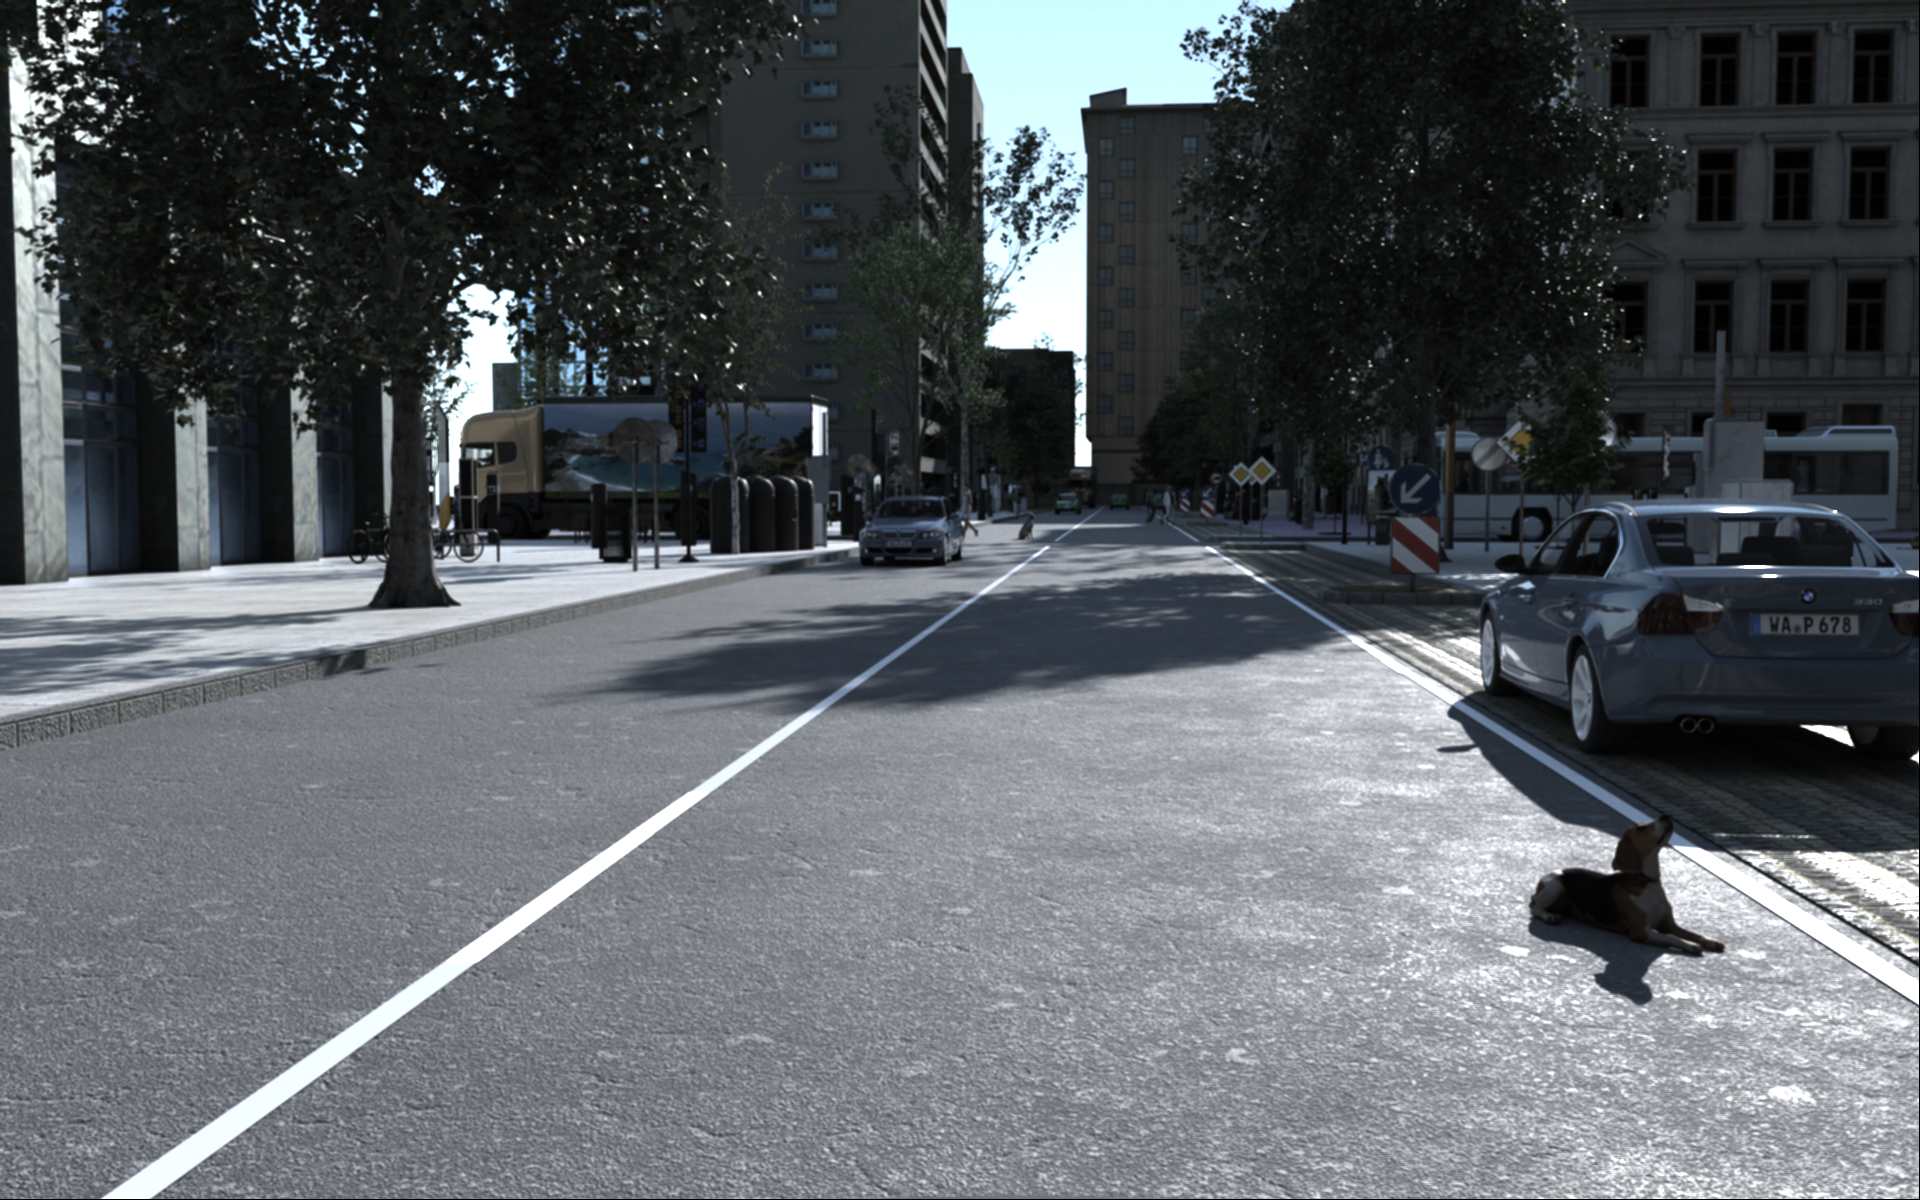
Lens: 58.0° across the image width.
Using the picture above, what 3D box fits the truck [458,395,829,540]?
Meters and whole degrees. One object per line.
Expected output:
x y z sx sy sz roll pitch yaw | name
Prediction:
-9.584 -3.777 50.670 11.283 4.237 2.839 0 4 7 | truck

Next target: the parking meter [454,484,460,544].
-12.855 -2.218 44.669 0.372 1.533 0.369 0 3 0 | parking meter

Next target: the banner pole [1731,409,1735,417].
22.537 -3.738 51.133 0.863 3.779 0.401 0 4 1 | banner pole

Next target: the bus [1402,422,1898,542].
18.487 -3.250 48.001 13.247 3.499 2.948 0 4 6 | bus

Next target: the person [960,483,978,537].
0.300 -3.018 57.941 0.778 1.811 0.616 2 4 31 | person

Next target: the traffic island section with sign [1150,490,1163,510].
18.173 -8.930 154.629 1.989 1.847 2.006 0 4 5 | traffic island section with sign

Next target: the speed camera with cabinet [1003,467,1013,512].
2.803 -8.000 125.129 2.038 3.252 0.660 1 4 9 | speed camera with cabinet

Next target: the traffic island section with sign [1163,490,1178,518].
13.517 -5.901 105.105 1.989 1.847 2.006 0 4 5 | traffic island section with sign

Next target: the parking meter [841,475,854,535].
-3.489 -2.940 53.774 0.255 1.863 0.399 3 5 44 | parking meter

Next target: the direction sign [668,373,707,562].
-5.129 -2.486 32.646 0.876 3.537 0.379 2 4 30 | direction sign

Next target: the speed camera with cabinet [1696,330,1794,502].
9.249 -1.591 20.342 0.660 3.252 2.038 1 4 12 | speed camera with cabinet

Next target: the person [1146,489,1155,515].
12.929 -6.623 116.966 0.709 1.800 0.728 3 4 36 | person

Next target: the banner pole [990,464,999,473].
2.612 -8.446 128.114 0.863 3.779 0.401 1 4 21 | banner pole

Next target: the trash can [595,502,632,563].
-6.494 -1.283 32.631 0.748 1.137 0.748 0 3 0 | trash can

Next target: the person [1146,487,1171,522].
10.119 -4.836 87.788 1.509 1.804 0.699 -1 4 -19 | person

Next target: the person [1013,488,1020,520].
3.187 -5.394 97.241 0.362 1.759 0.519 1 4 22 | person

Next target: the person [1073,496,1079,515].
7.949 -6.449 118.187 0.590 1.304 0.306 -3 5 -39 | person

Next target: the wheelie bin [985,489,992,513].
1.701 -6.548 114.965 0.980 1.594 0.693 2 4 35 | wheelie bin

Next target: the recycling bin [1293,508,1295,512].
24.465 -6.880 125.042 0.722 1.027 0.722 1 4 15 | recycling bin

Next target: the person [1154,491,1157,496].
19.313 -9.853 170.311 0.721 1.735 1.217 1 4 21 | person

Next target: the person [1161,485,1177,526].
9.436 -4.274 78.251 0.818 1.842 0.514 3 5 43 | person

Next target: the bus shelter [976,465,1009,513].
2.311 -7.830 121.941 2.014 3.302 5.546 0 4 5 | bus shelter

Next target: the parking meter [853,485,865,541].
-2.723 -2.365 47.076 0.372 1.533 0.369 0 3 0 | parking meter

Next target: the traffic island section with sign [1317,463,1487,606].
5.833 -0.887 23.131 1.989 1.847 2.006 0 4 5 | traffic island section with sign

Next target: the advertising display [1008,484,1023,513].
4.243 -7.598 129.433 0.974 1.923 0.123 -2 4 -28 | advertising display

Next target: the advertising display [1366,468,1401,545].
10.658 -2.349 43.626 0.123 1.923 0.974 -3 5 -40 | advertising display

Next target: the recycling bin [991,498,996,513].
1.976 -6.357 116.491 0.722 1.027 0.722 -1 4 -21 | recycling bin

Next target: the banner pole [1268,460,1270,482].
22.511 -8.320 126.050 0.401 3.779 0.863 1 4 15 | banner pole

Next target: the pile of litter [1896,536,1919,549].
22.742 -1.615 40.377 1.719 0.858 1.176 1 4 23 | pile of litter

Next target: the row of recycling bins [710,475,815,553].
-4.360 -1.945 38.920 1.069 1.692 3.534 2 4 27 | row of recycling bins

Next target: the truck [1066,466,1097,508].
12.575 -11.529 177.410 2.839 4.237 11.283 0 4 7 | truck

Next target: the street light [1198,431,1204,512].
17.639 -9.453 127.344 0.468 5.910 1.993 0 4 5 | street light

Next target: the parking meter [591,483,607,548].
-8.567 -2.000 41.113 0.372 1.533 0.369 0 3 0 | parking meter

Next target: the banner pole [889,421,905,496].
-2.127 -4.249 59.484 0.863 3.779 0.401 -3 5 -40 | banner pole

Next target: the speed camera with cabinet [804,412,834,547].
-3.571 -2.953 42.614 0.660 3.252 2.038 -1 4 -9 | speed camera with cabinet

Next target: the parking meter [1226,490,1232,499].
16.179 -5.862 104.261 0.372 1.533 0.369 0 3 0 | parking meter

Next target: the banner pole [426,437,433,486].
-20.629 -4.704 66.934 0.401 3.779 0.863 1 4 22 | banner pole

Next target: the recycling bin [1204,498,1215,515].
15.689 -5.874 108.599 0.722 1.027 0.722 0 4 2 | recycling bin

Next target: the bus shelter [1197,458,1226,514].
16.904 -7.651 116.383 1.731 3.624 6.357 0 4 6 | bus shelter

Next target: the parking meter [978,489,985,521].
1.044 -4.604 83.692 0.372 1.533 0.369 0 3 0 | parking meter

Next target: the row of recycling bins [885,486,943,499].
-2.560 -5.242 92.816 3.534 1.692 1.069 -2 4 -23 | row of recycling bins

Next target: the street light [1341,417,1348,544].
9.864 -4.372 44.268 0.468 5.910 1.993 0 4 5 | street light

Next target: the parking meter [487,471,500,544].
-11.858 -2.344 44.028 0.255 1.863 0.399 0 4 -4 | parking meter

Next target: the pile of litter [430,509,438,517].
-30.671 -5.204 99.043 1.719 0.858 1.176 0 4 -1 | pile of litter

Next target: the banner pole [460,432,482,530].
-17.292 -4.366 61.394 0.863 3.779 0.401 -1 4 -12 | banner pole

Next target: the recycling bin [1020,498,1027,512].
4.232 -6.653 121.337 0.722 1.027 0.722 -1 4 -22 | recycling bin

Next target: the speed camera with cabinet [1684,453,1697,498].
15.942 -2.617 37.124 0.660 3.252 2.038 1 4 17 | speed camera with cabinet

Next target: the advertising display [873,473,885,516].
-2.518 -2.968 53.742 0.123 1.923 0.974 -1 4 -17 | advertising display

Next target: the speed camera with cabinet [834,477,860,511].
-7.236 -6.939 107.787 2.038 3.252 0.660 1 4 18 | speed camera with cabinet

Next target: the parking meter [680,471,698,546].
-6.728 -2.283 43.033 0.399 1.863 0.255 -1 4 -16 | parking meter

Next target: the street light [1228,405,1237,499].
14.224 -7.178 90.153 0.468 5.910 1.993 0 4 5 | street light

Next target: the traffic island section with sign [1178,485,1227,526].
10.957 -4.231 77.810 1.989 1.847 2.006 0 4 5 | traffic island section with sign
